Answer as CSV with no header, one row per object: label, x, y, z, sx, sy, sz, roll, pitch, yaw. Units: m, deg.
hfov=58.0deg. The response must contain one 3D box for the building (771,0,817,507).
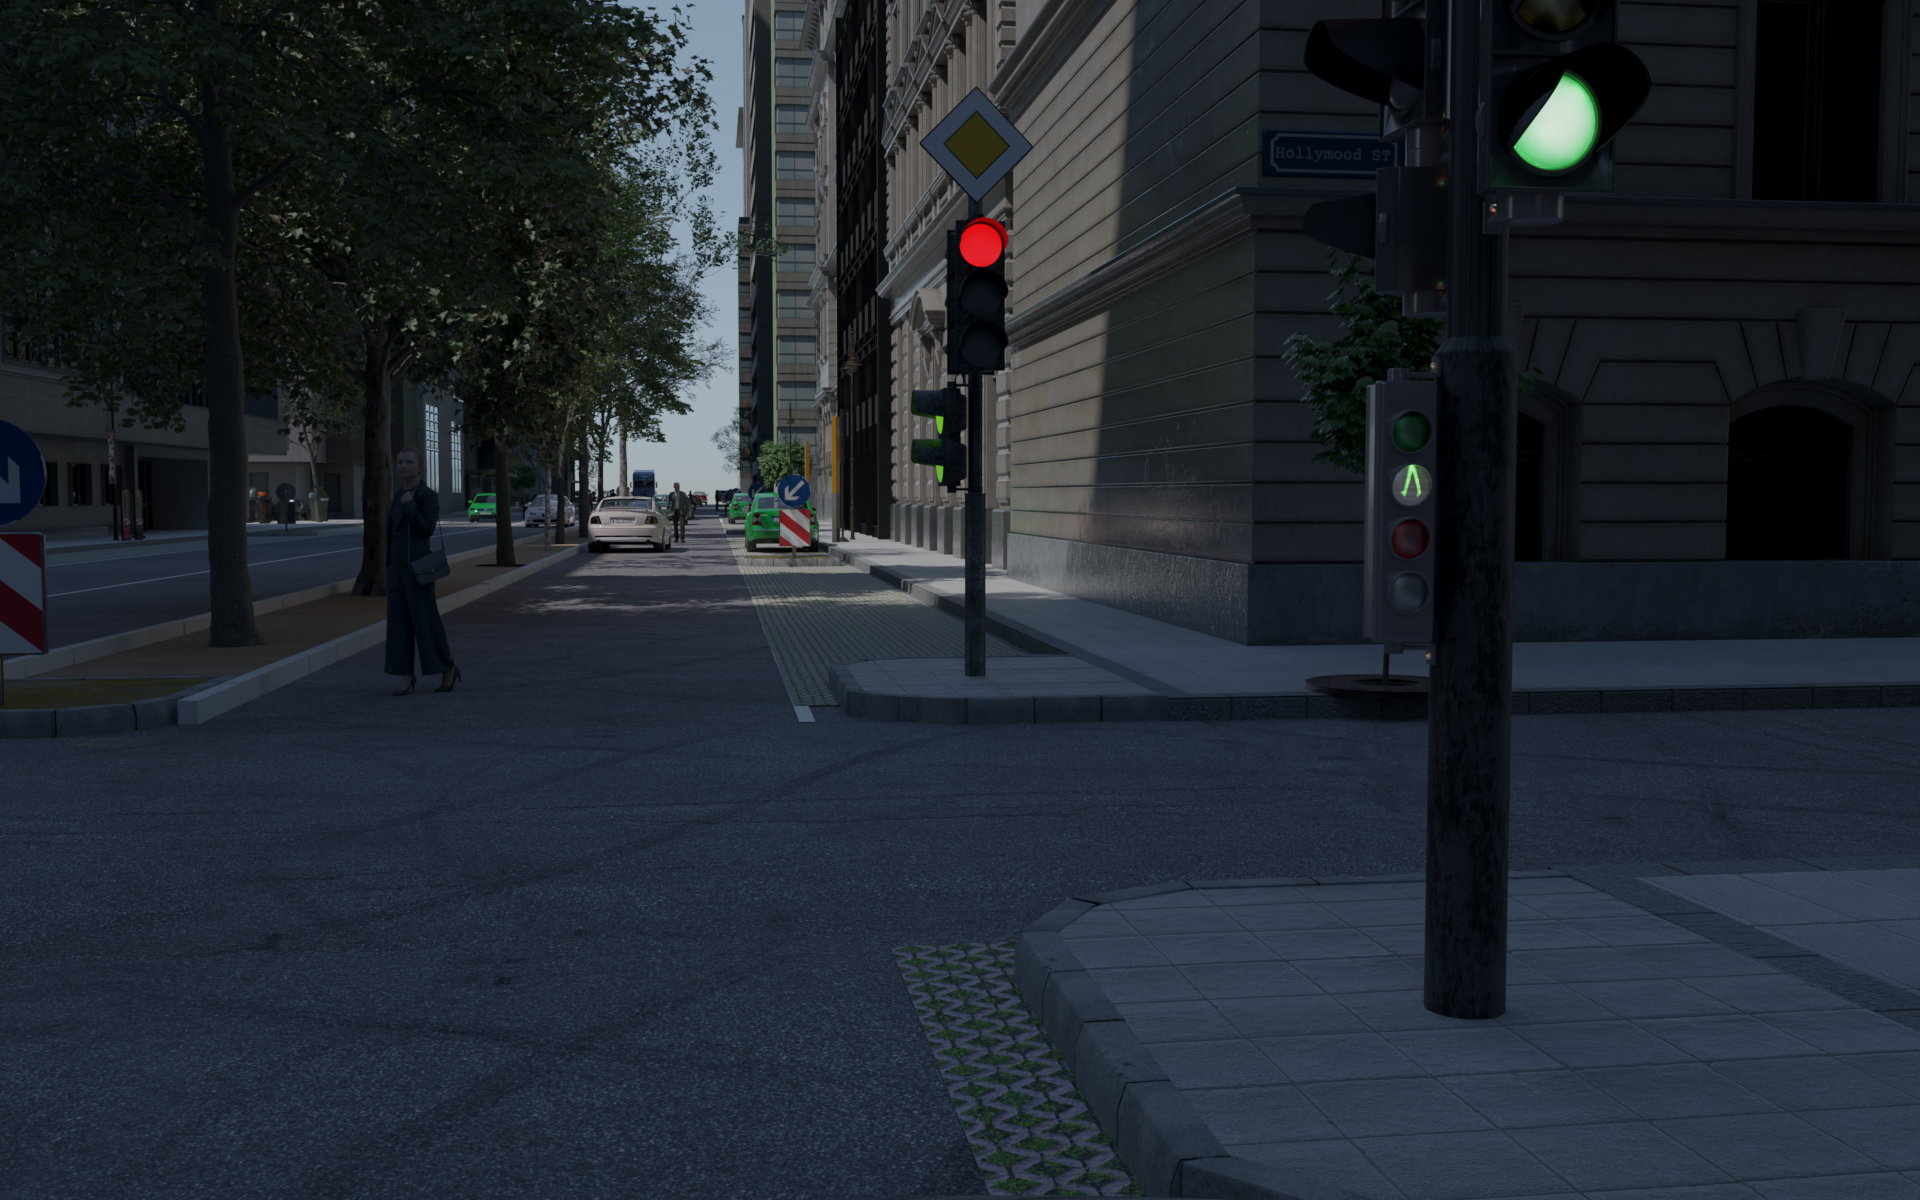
building,-4.171,-25.643,102.850,14.154,41.232,14.086,-1,4,-8

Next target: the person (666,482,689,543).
person,-8.252,-2.557,50.699,0.661,1.777,0.834,-1,4,-14

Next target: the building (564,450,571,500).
building,-52.956,-26.233,200.614,14.160,30.474,14.107,-1,4,-8

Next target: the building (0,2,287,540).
building,-31.474,-14.275,52.457,14.314,24.678,30.058,-1,4,-8

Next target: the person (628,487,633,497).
person,-17.823,-5.158,92.849,1.348,1.823,0.705,3,5,41

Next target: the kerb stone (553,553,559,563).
kerb stone,-8.389,-0.817,35.585,0.120,0.150,1.000,-1,4,-8

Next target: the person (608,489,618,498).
person,-28.353,-8.158,141.519,0.705,1.869,1.348,3,5,39

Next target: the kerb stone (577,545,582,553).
kerb stone,-9.261,-1.182,41.659,0.120,0.150,1.000,-1,4,-8

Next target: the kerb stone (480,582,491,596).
kerb stone,-6.780,-0.124,24.431,0.120,0.150,1.000,-1,4,-8

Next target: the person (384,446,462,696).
person,-3.913,-0.216,12.448,0.576,1.772,0.534,1,4,16

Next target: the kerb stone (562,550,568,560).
kerb stone,-8.676,-0.940,37.611,0.120,0.150,1.000,-1,4,-8

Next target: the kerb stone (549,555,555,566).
kerb stone,-8.241,-0.754,34.568,0.120,0.150,1.000,-1,4,-8

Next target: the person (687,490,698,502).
person,-22.026,-8.115,141.892,1.217,1.735,0.721,-3,5,-41

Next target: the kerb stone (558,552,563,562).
kerb stone,-8.539,-0.881,36.596,0.120,0.150,1.000,-1,4,-8

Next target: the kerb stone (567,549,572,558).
kerb stone,-8.819,-1.005,38.625,0.120,0.150,1.000,-1,4,-8

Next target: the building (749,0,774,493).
building,-7.450,-32.320,152.135,21.300,48.544,21.600,-1,4,-8

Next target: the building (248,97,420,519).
building,-36.912,-19.501,90.541,14.160,30.474,14.107,-1,4,-8

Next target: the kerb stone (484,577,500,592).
kerb stone,-6.921,-0.199,25.448,0.120,0.150,1.000,-1,4,-8

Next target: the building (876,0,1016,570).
building,4.146,-12.804,38.224,11.050,23.489,19.941,-1,4,-8

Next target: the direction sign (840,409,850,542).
direction sign,-3.144,-3.326,46.378,0.379,3.537,0.876,0,4,2

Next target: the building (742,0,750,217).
building,-14.787,-40.472,203.709,21.231,58.520,28.212,-1,4,-8

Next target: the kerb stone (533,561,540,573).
kerb stone,-7.804,-0.570,31.523,0.120,0.150,1.000,-1,4,-8

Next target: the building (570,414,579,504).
building,-59.828,-34.645,221.069,22.147,44.769,28.867,-1,4,-8

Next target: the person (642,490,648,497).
person,-21.555,-6.675,118.552,0.530,1.710,0.541,-1,4,-17

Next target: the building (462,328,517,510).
building,-51.399,-33.699,140.215,28.713,52.752,27.495,-1,4,-8

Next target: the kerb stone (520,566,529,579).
kerb stone,-7.500,-0.444,29.502,0.120,0.150,1.000,-1,4,-8

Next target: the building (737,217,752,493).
building,-16.371,-25.156,182.998,14.160,30.474,14.107,-1,4,-8

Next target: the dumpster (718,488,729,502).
dumpster,-33.087,-14.454,241.271,1.985,2.255,1.502,0,4,-8

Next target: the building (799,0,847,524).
building,0.441,-17.663,76.187,14.401,28.519,23.554,-1,4,-8

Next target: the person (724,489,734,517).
person,-14.299,-5.998,107.010,0.683,1.767,0.568,-1,4,-15

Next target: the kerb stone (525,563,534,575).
kerb stone,-7.656,-0.509,30.512,0.120,0.150,1.000,-1,4,-8

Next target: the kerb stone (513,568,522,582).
kerb stone,-7.358,-0.382,28.490,0.120,0.150,1.000,-1,4,-8

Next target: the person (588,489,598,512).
person,-24.668,-6.507,115.616,1.217,1.743,0.721,0,4,-1

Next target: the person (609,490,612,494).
person,-31.450,-9.017,155.920,0.705,1.826,1.348,-1,4,-20

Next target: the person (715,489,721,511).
person,-20.405,-8.395,145.769,0.705,1.822,1.348,-2,4,-29

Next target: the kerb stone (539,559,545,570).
kerb stone,-7.954,-0.633,32.539,0.120,0.150,1.000,-1,4,-8

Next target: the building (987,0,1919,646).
building,18.447,-12.372,21.362,34.723,24.649,14.460,-1,4,-8

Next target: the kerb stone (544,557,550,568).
kerb stone,-8.093,-0.695,33.556,0.120,0.150,1.000,-1,4,-8

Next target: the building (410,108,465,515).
building,-43.969,-48.800,110.560,22.319,86.520,31.000,-1,4,-8

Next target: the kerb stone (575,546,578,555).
kerb stone,-9.117,-1.128,40.647,0.120,0.150,1.000,-1,4,-8

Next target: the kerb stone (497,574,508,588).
kerb stone,-7.066,-0.260,26.467,0.120,0.150,1.000,-1,4,-8

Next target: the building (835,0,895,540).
building,2.672,-13.879,56.595,12.332,23.373,15.834,-1,4,-8

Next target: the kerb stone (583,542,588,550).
kerb stone,-9.554,-1.314,43.687,0.120,0.150,1.000,-1,4,-8

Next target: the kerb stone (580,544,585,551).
kerb stone,-9.408,-1.252,42.670,0.120,0.150,1.000,-1,4,-8

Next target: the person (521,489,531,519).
person,-25.281,-5.624,100.998,0.990,1.755,0.434,3,5,40

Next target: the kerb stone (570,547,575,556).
kerb stone,-8.975,-1.067,39.635,0.120,0.150,1.000,-1,4,-8

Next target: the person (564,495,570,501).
person,-30.462,-7.569,132.330,0.705,1.814,1.350,3,5,44

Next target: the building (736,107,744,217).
building,-15.280,-39.346,232.552,28.713,52.752,27.495,-1,4,-8

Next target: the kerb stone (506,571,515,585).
kerb stone,-7.218,-0.321,27.477,0.120,0.150,1.000,-1,4,-8

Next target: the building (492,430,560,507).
building,-53.432,-38.921,178.351,21.231,58.520,28.212,-1,4,-8
